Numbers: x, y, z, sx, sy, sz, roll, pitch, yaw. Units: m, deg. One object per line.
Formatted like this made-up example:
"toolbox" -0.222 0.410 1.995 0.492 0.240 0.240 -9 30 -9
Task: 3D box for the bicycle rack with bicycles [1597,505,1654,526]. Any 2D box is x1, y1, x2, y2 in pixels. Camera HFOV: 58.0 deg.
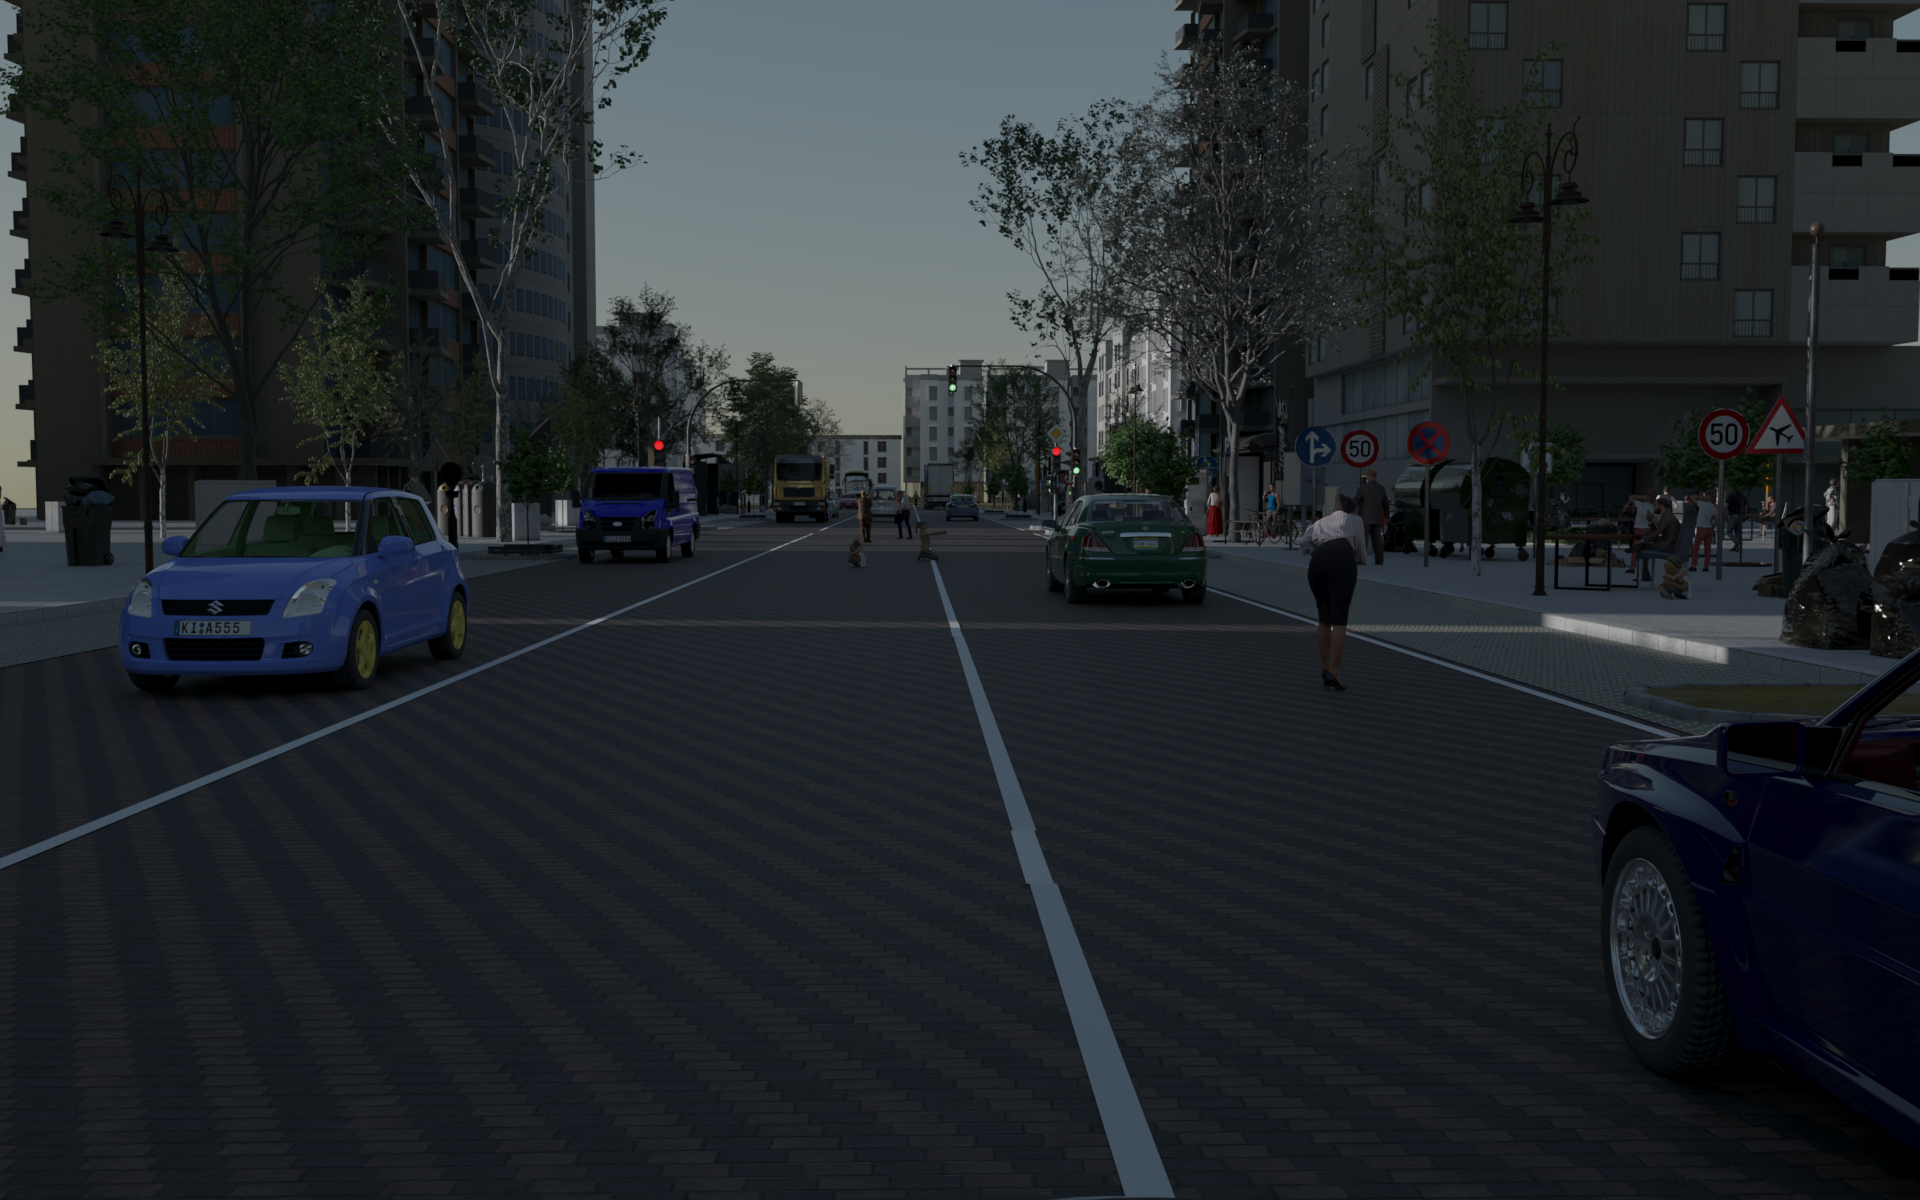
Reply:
"bicycle rack with bicycles" 22.892 -2.795 59.074 2.852 0.926 2.925 1 4 22

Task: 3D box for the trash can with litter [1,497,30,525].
"trash can with litter" -39.273 -3.709 72.032 1.055 1.170 0.624 -2 4 -24

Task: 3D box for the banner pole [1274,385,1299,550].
"banner pole" 7.437 -3.030 39.557 0.863 3.779 0.401 -3 5 -44

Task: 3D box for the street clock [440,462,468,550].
"street clock" -11.458 -2.112 39.096 0.471 2.002 0.358 0 4 0

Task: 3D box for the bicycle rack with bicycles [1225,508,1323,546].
"bicycle rack with bicycles" 7.967 -1.860 43.796 2.852 0.926 2.925 -1 4 -18

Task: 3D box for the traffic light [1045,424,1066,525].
"traffic light" 3.812 -4.908 69.163 0.839 4.253 0.868 0 4 -2

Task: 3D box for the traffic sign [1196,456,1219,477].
"traffic sign" 8.183 -3.509 57.471 0.768 2.556 0.104 0 4 8

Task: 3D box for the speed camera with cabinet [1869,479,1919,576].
"speed camera with cabinet" 11.171 -1.521 19.197 2.038 3.252 0.660 -1 4 -14

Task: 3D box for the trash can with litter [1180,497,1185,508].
"trash can with litter" 9.477 -3.970 75.963 2.233 1.210 1.678 -1 4 -21

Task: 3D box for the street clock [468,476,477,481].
"street clock" -20.066 -4.074 71.184 0.471 2.002 0.358 1 4 13

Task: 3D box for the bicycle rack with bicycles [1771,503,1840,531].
"bicycle rack with bicycles" 29.947 -2.908 60.920 2.852 0.926 2.925 3 5 42

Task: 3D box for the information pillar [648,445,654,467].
"information pillar" -14.783 -5.614 83.147 0.504 3.616 0.183 3 4 36

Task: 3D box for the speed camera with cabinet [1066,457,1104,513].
"speed camera with cabinet" 6.648 -5.983 92.159 2.038 3.252 0.660 -2 4 -23

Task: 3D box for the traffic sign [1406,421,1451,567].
"traffic sign" 8.195 -1.851 30.374 0.768 2.556 0.104 0 4 4

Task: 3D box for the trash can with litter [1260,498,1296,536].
"trash can with litter" 9.740 -2.551 53.091 1.055 1.170 0.624 -3 4 -37

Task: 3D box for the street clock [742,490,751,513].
"street clock" -14.471 -6.983 118.749 0.358 2.002 0.471 1 4 19

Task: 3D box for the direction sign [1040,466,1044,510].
"direction sign" 6.527 -8.950 138.336 0.876 3.537 0.379 0 4 -3

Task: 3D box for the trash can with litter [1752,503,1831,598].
"trash can with litter" 10.208 -0.611 21.376 0.624 1.170 1.055 -1 4 -13

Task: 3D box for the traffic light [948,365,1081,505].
"traffic light" 1.954 -5.279 60.980 4.771 5.953 1.251 0 4 -2

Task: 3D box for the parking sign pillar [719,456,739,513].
"parking sign pillar" -15.741 -7.907 117.748 1.447 3.967 1.447 -1 4 -19

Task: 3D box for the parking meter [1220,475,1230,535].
"parking meter" 8.370 -2.969 54.259 0.399 1.863 0.255 -3 4 -37

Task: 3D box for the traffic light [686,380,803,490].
"traffic light" -8.634 -5.759 68.825 4.771 5.953 1.251 0 4 -2

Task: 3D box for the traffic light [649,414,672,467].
"traffic light" -10.492 -4.393 60.748 0.839 4.253 0.868 0 4 -2

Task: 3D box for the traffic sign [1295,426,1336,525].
"traffic sign" 6.687 -1.992 32.672 0.768 2.556 0.104 0 4 4

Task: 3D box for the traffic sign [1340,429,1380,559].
"traffic sign" 7.846 -2.077 34.064 0.768 2.556 0.104 0 4 6

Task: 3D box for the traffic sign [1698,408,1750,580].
"traffic sign" 11.339 -1.572 25.805 0.768 2.556 0.104 0 4 0

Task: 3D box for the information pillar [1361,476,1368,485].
"information pillar" 16.326 -4.002 69.918 0.304 2.012 0.304 2 4 24

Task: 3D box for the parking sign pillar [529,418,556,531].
"parking sign pillar" -14.912 -4.415 60.659 1.447 3.967 1.447 2 4 28

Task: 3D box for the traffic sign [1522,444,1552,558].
"traffic sign" 11.523 -1.991 34.688 0.606 2.300 0.079 0 4 6

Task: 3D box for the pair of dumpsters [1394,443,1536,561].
"pair of dumpsters" 10.127 -1.983 34.908 1.574 2.255 4.437 0 4 -2

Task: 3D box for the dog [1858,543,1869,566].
"dog" 16.010 -0.810 30.980 0.550 0.427 0.748 1 4 9

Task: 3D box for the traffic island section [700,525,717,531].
"traffic island section" -10.763 -2.849 68.863 2.009 0.180 2.903 0 4 -2

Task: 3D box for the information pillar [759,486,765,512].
"information pillar" -13.896 -7.162 121.595 0.304 2.012 0.304 -3 5 -42

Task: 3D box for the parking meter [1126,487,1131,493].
"parking meter" 9.888 -5.832 101.066 0.255 1.863 0.399 2 4 27

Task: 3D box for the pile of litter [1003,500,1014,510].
"pile of litter" 4.296 -7.736 140.442 1.719 0.858 1.176 -1 4 -10

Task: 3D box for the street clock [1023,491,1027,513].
"street clock" 4.508 -7.083 120.376 0.471 2.002 0.358 3 5 40

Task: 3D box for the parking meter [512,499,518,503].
"parking meter" -14.891 -3.165 57.463 0.399 1.863 0.255 0 4 4

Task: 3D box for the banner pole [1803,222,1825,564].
"banner pole" 7.975 -1.606 16.272 0.401 3.779 0.863 1 4 21

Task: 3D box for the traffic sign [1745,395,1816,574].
"traffic sign" 10.816 -1.400 22.893 0.884 2.594 0.081 0 4 6

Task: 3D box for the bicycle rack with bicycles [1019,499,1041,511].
"bicycle rack with bicycles" 6.066 -7.451 135.206 2.925 0.926 2.852 -3 5 -40

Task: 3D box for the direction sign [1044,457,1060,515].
"direction sign" 5.712 -6.920 105.132 0.876 3.537 0.379 3 5 39

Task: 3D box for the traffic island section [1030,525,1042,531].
"traffic island section" 3.853 -2.874 69.278 2.009 0.180 2.903 0 4 -2

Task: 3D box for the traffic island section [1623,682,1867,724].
"traffic island section" 5.516 0.700 11.421 1.991 0.108 1.994 0 4 -2

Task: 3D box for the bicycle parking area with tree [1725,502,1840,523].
"bicycle parking area with tree" 40.225 -5.606 78.660 9.016 4.147 8.231 0 4 2

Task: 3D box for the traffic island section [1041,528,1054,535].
"traffic island section" 4.083 -2.386 61.296 2.009 0.180 2.903 0 4 -2

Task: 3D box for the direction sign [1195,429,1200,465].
"direction sign" 8.282 -4.187 60.448 0.379 3.537 0.876 0 3 0

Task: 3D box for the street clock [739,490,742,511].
"street clock" -16.678 -7.809 132.254 0.471 2.002 0.358 0 4 -5

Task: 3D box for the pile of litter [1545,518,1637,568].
"pile of litter" 11.239 -1.027 30.757 1.176 0.858 1.719 -2 4 -24

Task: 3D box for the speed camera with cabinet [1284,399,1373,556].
"speed camera with cabinet" 7.776 -2.576 36.455 2.038 3.252 0.660 -2 4 -30
